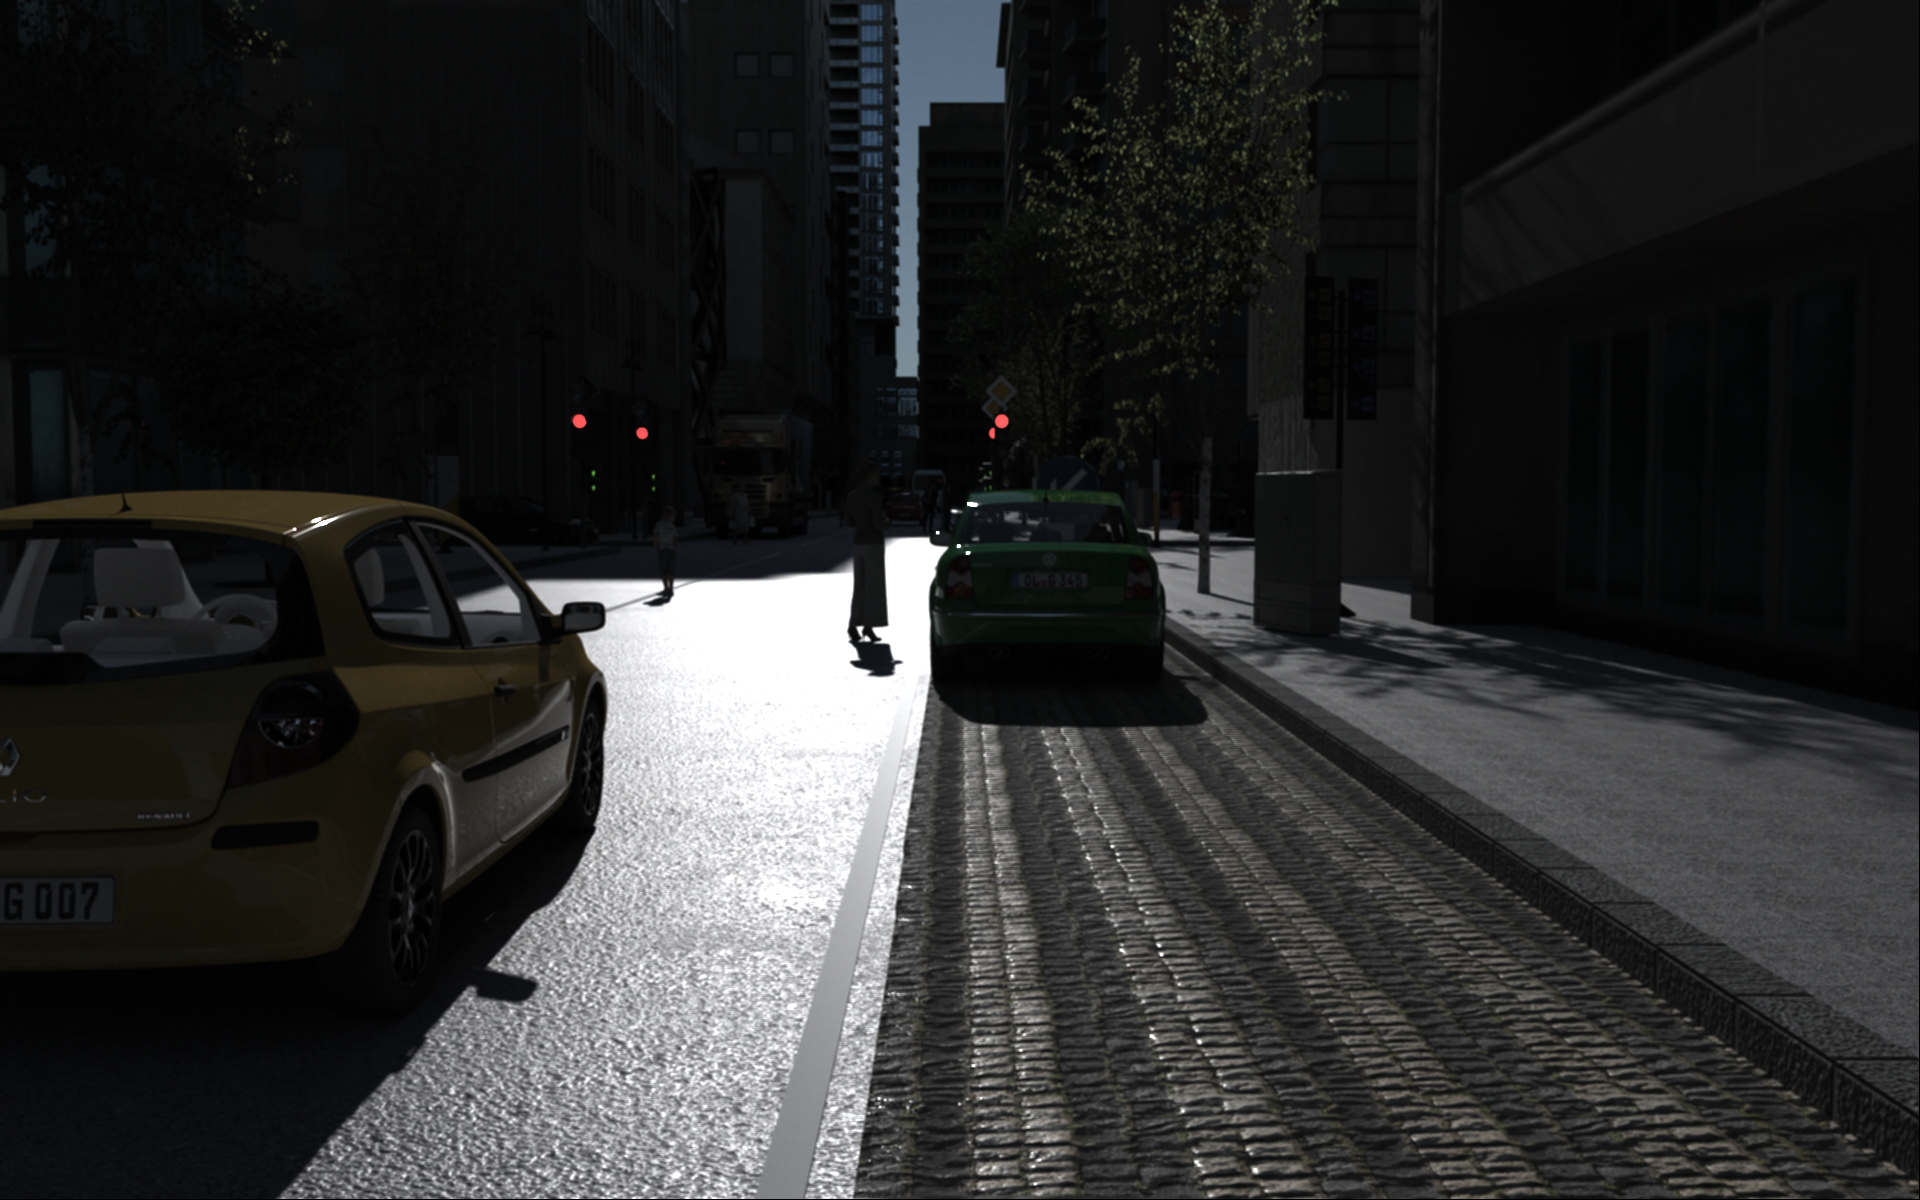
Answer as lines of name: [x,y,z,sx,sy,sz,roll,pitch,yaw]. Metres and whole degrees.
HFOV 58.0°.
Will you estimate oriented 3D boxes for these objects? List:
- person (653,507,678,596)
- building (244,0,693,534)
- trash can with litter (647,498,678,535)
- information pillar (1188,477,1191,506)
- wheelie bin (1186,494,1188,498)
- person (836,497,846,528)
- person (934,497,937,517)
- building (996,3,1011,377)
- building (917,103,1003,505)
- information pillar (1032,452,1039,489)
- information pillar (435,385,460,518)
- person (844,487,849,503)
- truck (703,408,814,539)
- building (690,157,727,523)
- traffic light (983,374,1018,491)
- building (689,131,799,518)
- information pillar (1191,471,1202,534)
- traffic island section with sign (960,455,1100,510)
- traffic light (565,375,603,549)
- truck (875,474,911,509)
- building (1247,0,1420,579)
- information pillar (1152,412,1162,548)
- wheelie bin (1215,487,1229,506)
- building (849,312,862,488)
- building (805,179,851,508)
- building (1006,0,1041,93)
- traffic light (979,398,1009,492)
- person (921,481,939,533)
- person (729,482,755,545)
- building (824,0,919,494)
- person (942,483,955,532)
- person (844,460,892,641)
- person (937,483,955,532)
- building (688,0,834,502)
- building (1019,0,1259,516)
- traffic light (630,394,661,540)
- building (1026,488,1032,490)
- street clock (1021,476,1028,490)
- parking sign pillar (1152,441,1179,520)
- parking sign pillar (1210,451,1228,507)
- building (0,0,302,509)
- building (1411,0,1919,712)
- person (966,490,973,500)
person: [-4.147,-0.684,24.373,0.332,1.250,0.352,1,4,13]
building: [-16.699,-14.722,58.733,12.078,24.808,19.932,0,3,0]
trash can with litter: [-9.363,-2.609,54.037,1.055,1.170,0.624,-1,4,-22]
information pillar: [9.852,-4.211,73.338,0.304,2.012,0.304,-3,5,-44]
wheelie bin: [11.217,-4.564,82.531,0.980,1.594,0.693,2,4,25]
person: [-5.040,-3.752,74.118,0.475,1.303,0.640,-1,4,-21]
person: [-1.748,-6.058,107.722,0.661,1.801,0.590,3,5,40]
building: [18.473,-36.410,184.535,28.713,52.752,27.495,0,3,0]
building: [5.569,-36.348,217.987,21.600,48.544,21.300,0,3,0]
information pillar: [3.728,-5.784,85.930,0.183,3.616,0.504,2,4,35]
information pillar: [-11.094,-2.820,37.465,0.504,3.616,0.183,-3,5,-43]
person: [-6.703,-5.700,101.677,0.713,1.824,0.794,1,4,21]
truck: [-6.650,-4.281,58.911,2.839,4.237,11.283,0,4,0]
building: [-19.130,-12.853,77.595,16.820,18.784,16.811,0,3,0]
traffic light: [0.956,-3.170,40.749,0.839,4.253,0.868,0,3,0]
building: [-15.142,-15.428,101.406,9.793,20.994,18.267,0,3,0]
information pillar: [7.767,-3.146,55.936,0.304,2.012,0.304,-2,4,-30]
traffic island section with sign: [1.005,-0.612,18.639,1.989,1.847,2.006,0,3,0]
traffic light: [-8.855,-3.169,40.732,0.839,4.253,0.868,0,3,0]
truck: [-6.402,-10.596,169.165,3.469,3.379,9.791,0,4,0]
building: [12.418,-21.302,31.876,14.154,41.232,14.086,0,3,0]
information pillar: [4.702,-3.061,41.409,0.183,3.616,0.504,1,4,15]
wheelie bin: [11.137,-3.989,73.132,0.693,1.594,0.980,-1,4,-17]
building: [-25.698,-20.811,185.306,28.899,21.520,27.650,0,3,0]
building: [-17.478,-23.643,158.256,14.160,30.474,14.107,0,3,0]
building: [15.193,-32.811,160.162,21.300,48.544,21.600,0,3,0]
traffic light: [0.955,-3.658,48.734,0.839,4.253,0.868,0,3,0]
person: [-1.098,-3.459,64.423,0.648,1.900,0.474,-1,4,-14]
person: [-6.172,-2.450,48.916,0.694,1.780,0.624,-1,4,-21]
building: [-20.731,-55.359,217.796,31.000,86.520,22.319,0,3,0]
person: [-0.401,-3.424,64.294,0.447,1.846,0.655,1,4,20]
person: [-0.865,-0.478,16.868,0.362,1.759,0.519,-3,5,-44]
person: [-0.515,-3.493,65.494,0.818,1.842,0.514,-1,4,-19]
building: [-24.417,-33.491,136.813,28.713,52.752,27.495,0,3,0]
building: [14.958,-27.772,108.691,22.147,44.769,28.867,0,3,0]
traffic light: [-8.856,-3.657,48.717,0.839,4.253,0.868,0,3,0]
building: [21.157,-27.237,137.206,32.217,40.220,23.993,0,3,0]
street clock: [2.628,-4.048,70.757,0.358,2.002,0.471,1,4,13]
parking sign pillar: [10.309,-6.044,87.293,1.447,3.967,1.447,0,4,5]
parking sign pillar: [13.861,-6.458,94.055,1.447,3.967,1.447,-1,4,-11]
building: [-27.990,-24.888,26.527,30.456,49.044,23.786,0,3,0]
building: [15.288,-23.373,5.859,21.300,48.544,21.600,0,3,0]
person: [0.943,-8.370,145.904,0.990,1.755,0.434,-1,4,-16]
